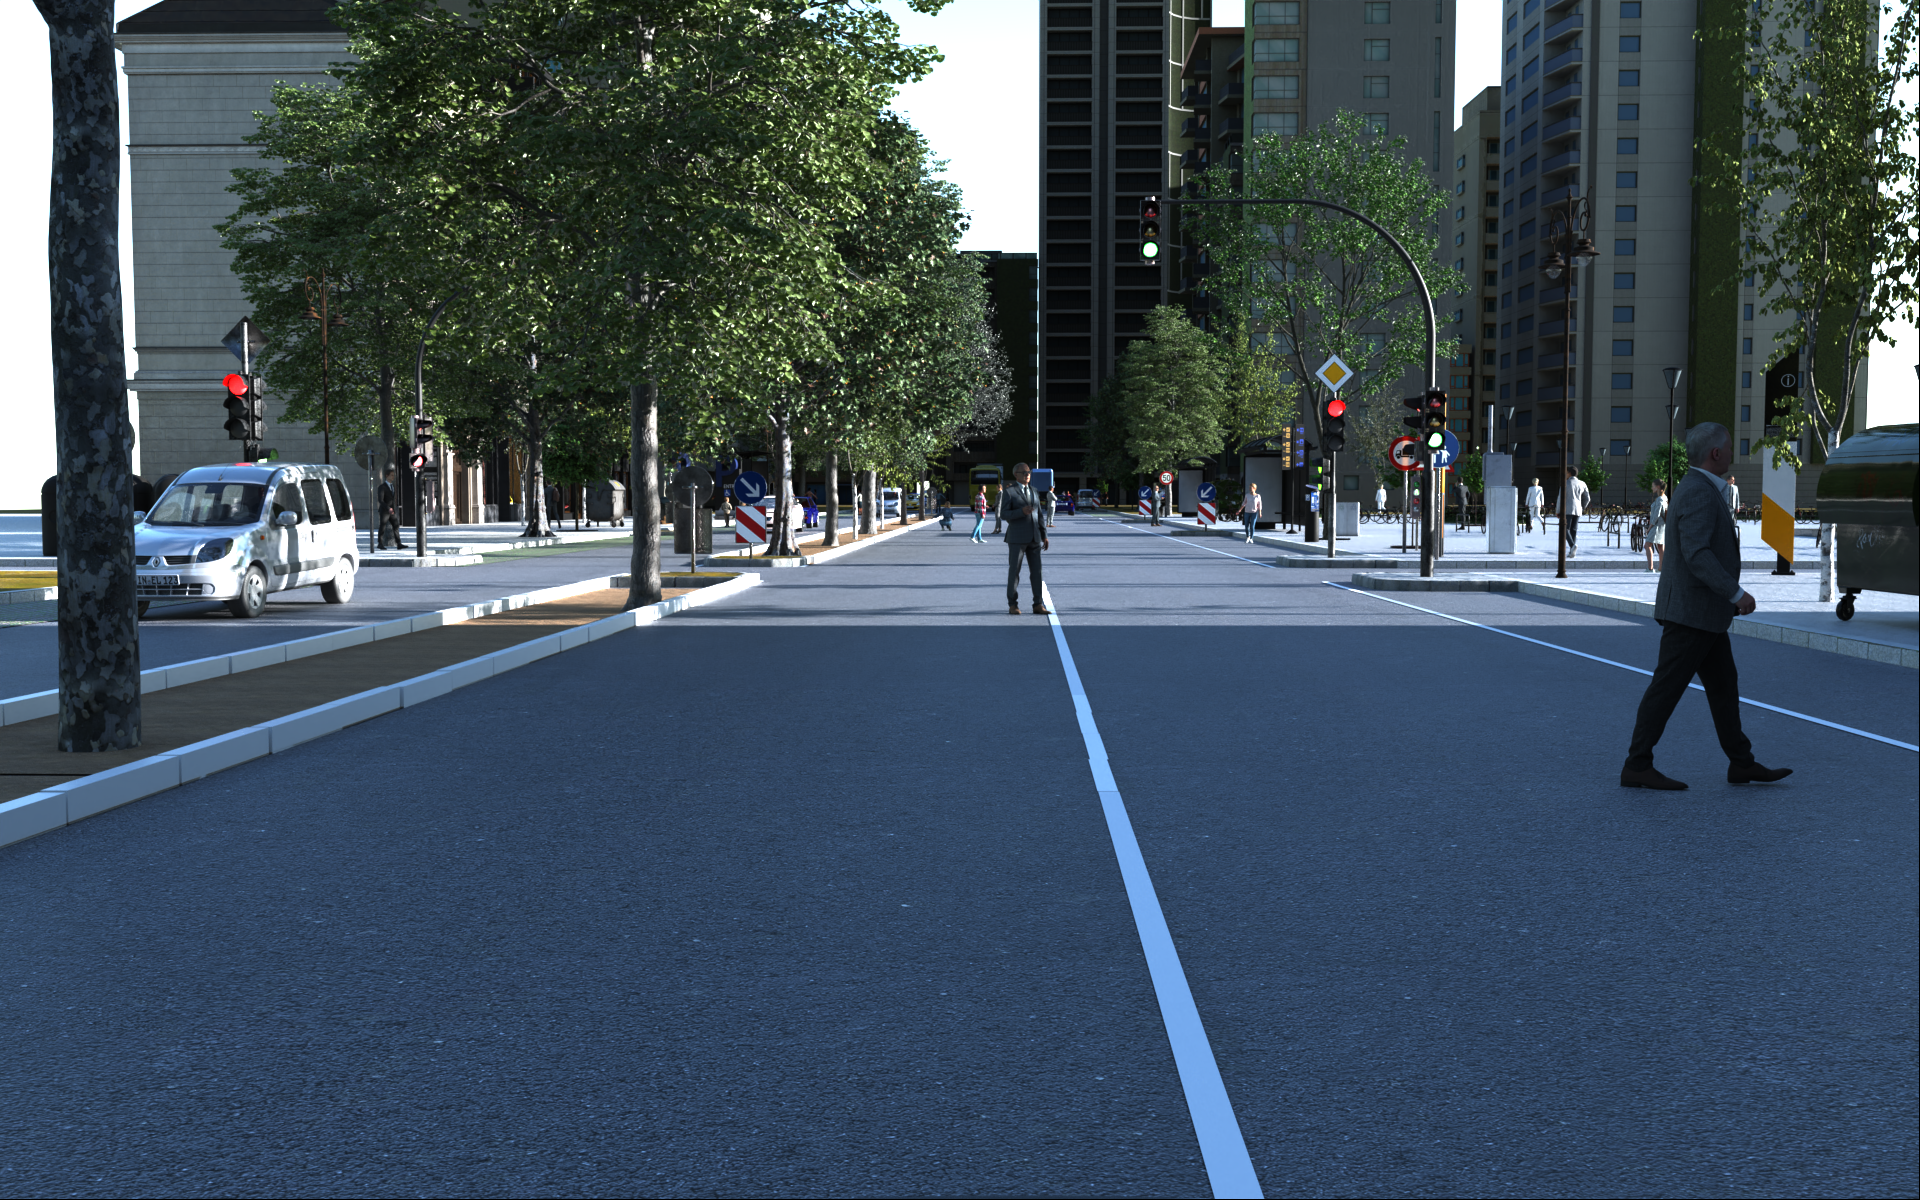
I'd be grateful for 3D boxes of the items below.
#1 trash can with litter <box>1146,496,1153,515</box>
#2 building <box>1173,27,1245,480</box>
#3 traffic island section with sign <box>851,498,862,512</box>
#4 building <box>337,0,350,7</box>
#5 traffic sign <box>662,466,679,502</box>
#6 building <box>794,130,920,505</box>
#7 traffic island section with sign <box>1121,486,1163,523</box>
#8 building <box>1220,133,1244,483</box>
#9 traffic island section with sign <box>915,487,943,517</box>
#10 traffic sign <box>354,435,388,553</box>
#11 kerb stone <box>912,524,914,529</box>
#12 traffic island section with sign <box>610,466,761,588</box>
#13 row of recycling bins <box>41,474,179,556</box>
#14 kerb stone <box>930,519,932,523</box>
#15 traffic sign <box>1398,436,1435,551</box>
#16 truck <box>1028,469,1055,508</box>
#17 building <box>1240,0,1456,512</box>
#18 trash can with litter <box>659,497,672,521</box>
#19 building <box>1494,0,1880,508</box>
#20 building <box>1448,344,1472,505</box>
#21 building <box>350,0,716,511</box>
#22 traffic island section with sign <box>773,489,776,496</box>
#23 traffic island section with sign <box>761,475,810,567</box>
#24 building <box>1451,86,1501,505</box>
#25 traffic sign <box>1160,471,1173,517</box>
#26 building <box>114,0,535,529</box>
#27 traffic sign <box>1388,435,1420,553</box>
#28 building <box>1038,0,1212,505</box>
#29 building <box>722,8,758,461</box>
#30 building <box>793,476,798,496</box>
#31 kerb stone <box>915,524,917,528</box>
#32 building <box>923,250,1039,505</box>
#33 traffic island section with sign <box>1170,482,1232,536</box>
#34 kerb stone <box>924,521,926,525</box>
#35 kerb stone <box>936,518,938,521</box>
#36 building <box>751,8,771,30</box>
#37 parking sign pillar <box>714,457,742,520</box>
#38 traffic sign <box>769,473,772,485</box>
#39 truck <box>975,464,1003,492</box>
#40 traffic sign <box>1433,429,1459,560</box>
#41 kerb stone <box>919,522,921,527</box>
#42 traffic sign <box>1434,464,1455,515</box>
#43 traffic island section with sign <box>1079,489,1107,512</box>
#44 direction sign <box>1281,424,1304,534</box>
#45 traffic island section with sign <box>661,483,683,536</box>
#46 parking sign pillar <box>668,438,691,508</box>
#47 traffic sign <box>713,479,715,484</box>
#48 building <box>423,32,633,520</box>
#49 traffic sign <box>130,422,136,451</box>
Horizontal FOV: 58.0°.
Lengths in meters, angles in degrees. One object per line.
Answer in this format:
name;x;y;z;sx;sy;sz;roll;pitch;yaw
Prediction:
trash can with litter;11.652;-5.770;105.730;0.624;1.170;1.055;1;4;16
building;32.175;-31.059;162.443;22.147;44.769;28.867;0;4;2
traffic island section with sign;-7.593;-7.861;137.147;1.989;1.847;2.006;0;4;2
building;-59.441;-38.358;169.160;28.212;58.520;21.231;0;4;2
traffic sign;-12.579;-4.592;75.186;0.768;2.556;0.104;0;4;4
building;-12.129;-34.168;208.764;14.200;45.320;14.600;0;4;2
traffic island section with sign;9.096;-4.773;86.671;1.989;1.847;2.006;0;4;2
building;28.170;-22.620;141.544;14.160;30.474;14.107;0;4;2
traffic island section with sign;-1.834;-6.230;109.995;2.006;1.907;1.989;0;4;2
traffic sign;-12.764;-2.289;37.531;0.768;2.556;0.104;0;4;8
kerb stone;-2.039;-2.866;69.054;0.120;0.150;1.000;0;4;2
traffic island section with sign;-4.353;-1.184;27.487;2.006;1.907;1.989;0;4;2
row of recycling bins;-17.402;-1.751;35.748;3.534;1.692;1.069;1;4;15
kerb stone;-1.574;-3.804;84.454;0.120;0.150;1.000;0;4;2
traffic sign;10.331;-2.391;39.101;0.884;2.594;0.081;1;4;9
truck;8.661;-11.525;178.192;2.967;4.110;18.799;0;4;0
building;27.576;-27.129;127.157;14.154;41.232;14.086;0;4;2
trash can with litter;-13.102;-4.052;77.630;0.624;1.170;1.055;-2;4;-24
building;68.036;-38.041;163.968;28.212;58.520;21.231;0;4;2
building;44.903;-22.573;214.099;28.899;21.520;27.650;0;4;2
building;-29.422;-30.428;121.195;21.300;48.544;21.600;0;4;2
traffic island section with sign;-9.116;-4.823;87.489;1.989;1.847;2.006;0;4;2
traffic island section with sign;-4.118;-1.636;34.891;2.006;1.907;1.989;0;4;2
building;70.153;-35.813;209.245;21.600;48.544;21.300;0;4;2
traffic sign;11.404;-5.847;95.702;0.768;2.556;0.104;0;4;6
building;-25.424;-13.007;63.580;10.553;20.767;40.483;0;4;2
traffic sign;9.701;-2.302;37.747;0.768;2.556;0.104;0;4;6
building;19.840;-47.178;209.609;20.611;71.187;20.563;0;4;2
building;-24.262;-27.858;139.079;14.154;41.232;14.086;0;4;2
building;-33.196;-38.311;215.620;27.495;52.752;28.713;0;4;2
kerb stone;-1.976;-2.992;71.111;0.120;0.150;1.000;0;4;2
building;2.397;-26.707;208.366;14.107;30.474;14.160;0;4;2
traffic island section with sign;8.267;-3.109;59.464;1.989;1.847;2.006;0;4;2
kerb stone;-1.756;-3.431;78.290;0.120;0.150;1.000;0;4;2
kerb stone;-1.386;-4.181;90.605;0.120;0.150;1.000;0;4;2
building;-31.744;-35.141;163.790;27.495;52.752;28.713;0;4;2
parking sign pillar;-11.600;-6.013;86.778;1.447;3.967;1.447;1;4;12
traffic sign;-11.400;-6.220;101.798;0.768;2.556;0.104;1;4;9
truck;2.736;-10.761;164.849;2.839;4.237;11.283;0;3;0
traffic sign;9.310;-2.057;33.743;0.768;2.556;0.104;1;4;10
kerb stone;-1.885;-3.179;74.179;0.120;0.150;1.000;0;4;2
traffic sign;11.654;-2.596;42.453;0.884;2.594;0.081;0;4;7
traffic island section with sign;10.622;-7.845;136.901;1.989;1.847;2.006;0;4;2
direction sign;10.741;-3.911;55.939;0.876;3.537;0.379;-2;4;-26
traffic island section with sign;-9.944;-3.144;60.027;1.989;1.847;2.006;0;4;2
parking sign pillar;-13.093;-5.660;81.009;1.447;3.967;1.447;2;4;26
traffic sign;-12.940;-5.706;93.289;0.884;2.594;0.081;1;4;11
building;-25.205;-16.021;91.613;12.332;23.373;15.834;0;4;2
traffic sign;-13.302;-1.658;27.206;0.768;2.556;0.104;1;4;10
